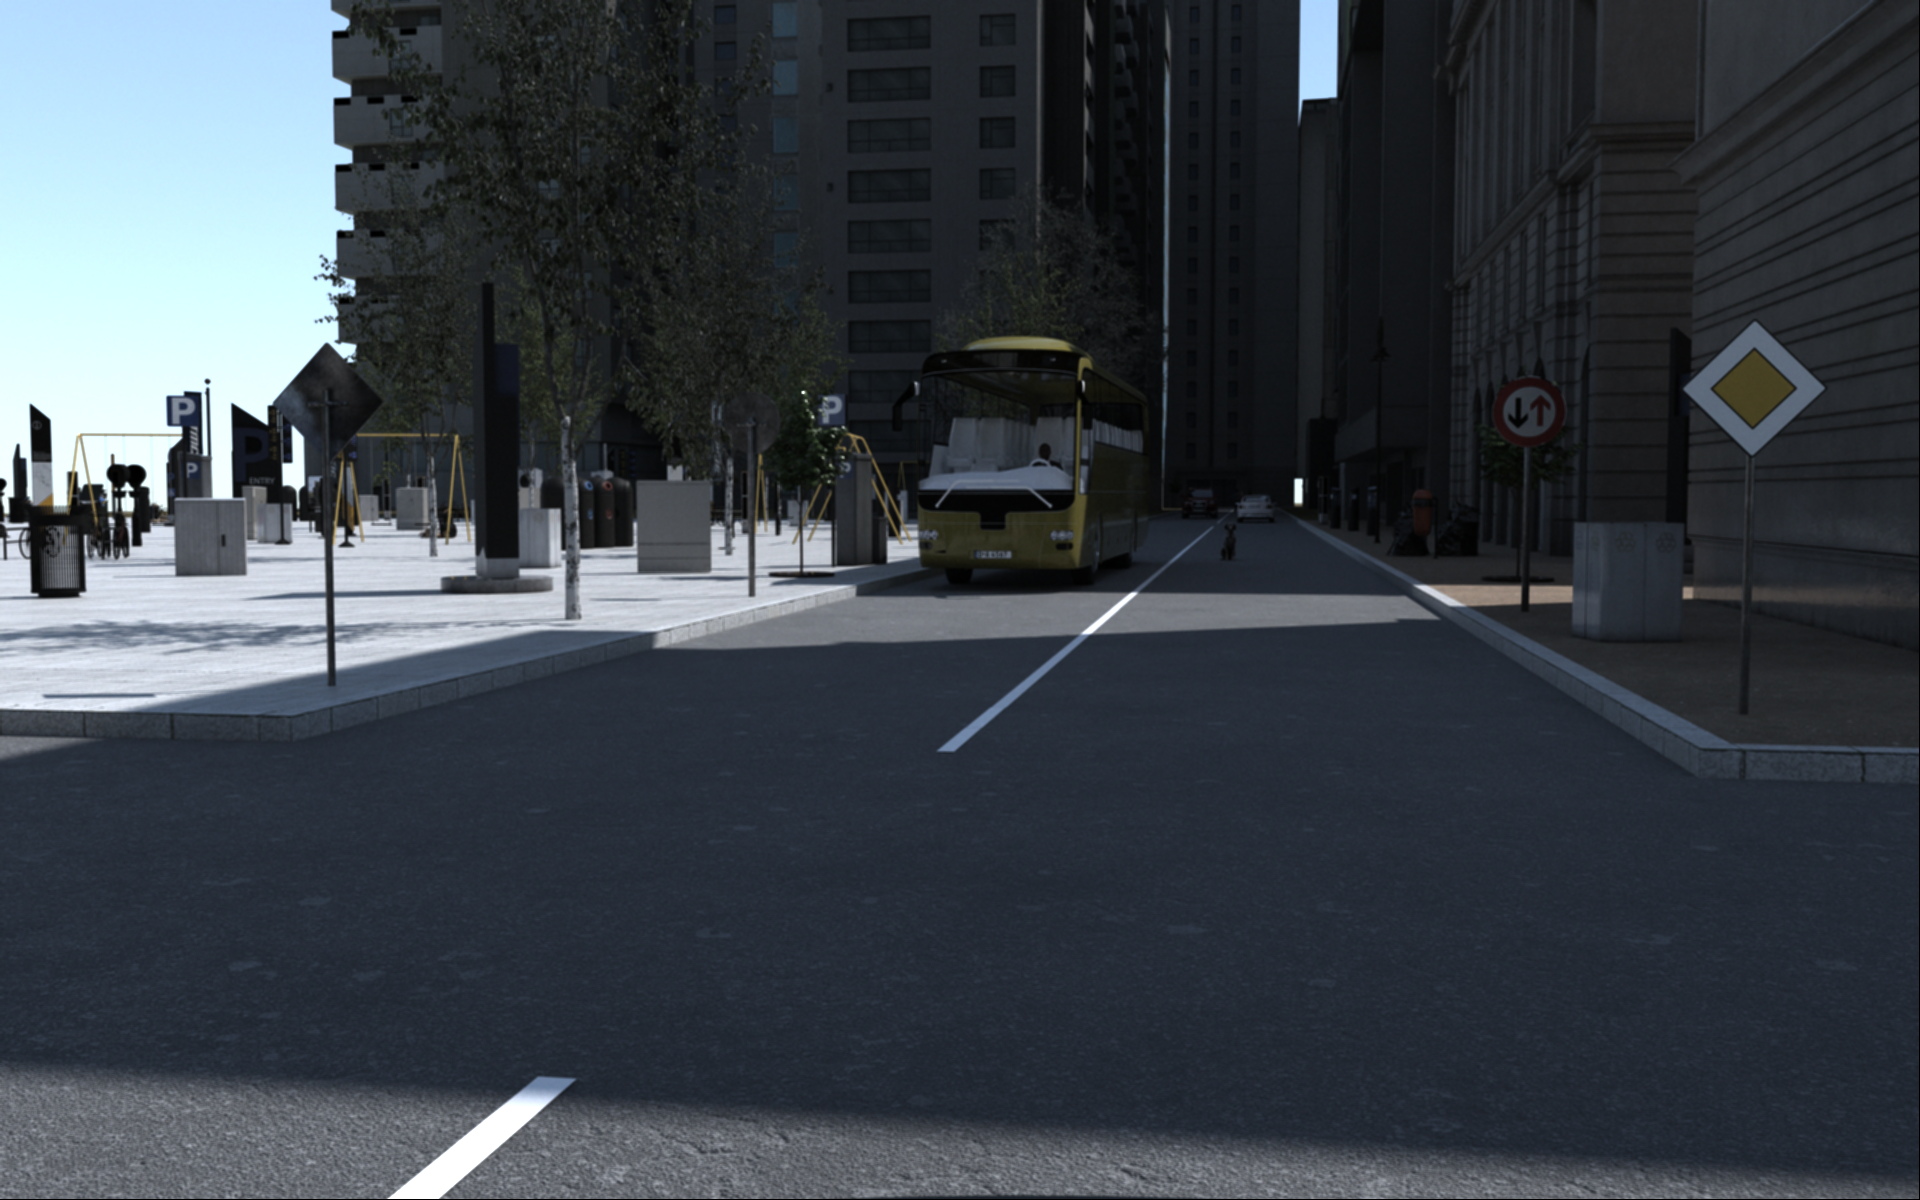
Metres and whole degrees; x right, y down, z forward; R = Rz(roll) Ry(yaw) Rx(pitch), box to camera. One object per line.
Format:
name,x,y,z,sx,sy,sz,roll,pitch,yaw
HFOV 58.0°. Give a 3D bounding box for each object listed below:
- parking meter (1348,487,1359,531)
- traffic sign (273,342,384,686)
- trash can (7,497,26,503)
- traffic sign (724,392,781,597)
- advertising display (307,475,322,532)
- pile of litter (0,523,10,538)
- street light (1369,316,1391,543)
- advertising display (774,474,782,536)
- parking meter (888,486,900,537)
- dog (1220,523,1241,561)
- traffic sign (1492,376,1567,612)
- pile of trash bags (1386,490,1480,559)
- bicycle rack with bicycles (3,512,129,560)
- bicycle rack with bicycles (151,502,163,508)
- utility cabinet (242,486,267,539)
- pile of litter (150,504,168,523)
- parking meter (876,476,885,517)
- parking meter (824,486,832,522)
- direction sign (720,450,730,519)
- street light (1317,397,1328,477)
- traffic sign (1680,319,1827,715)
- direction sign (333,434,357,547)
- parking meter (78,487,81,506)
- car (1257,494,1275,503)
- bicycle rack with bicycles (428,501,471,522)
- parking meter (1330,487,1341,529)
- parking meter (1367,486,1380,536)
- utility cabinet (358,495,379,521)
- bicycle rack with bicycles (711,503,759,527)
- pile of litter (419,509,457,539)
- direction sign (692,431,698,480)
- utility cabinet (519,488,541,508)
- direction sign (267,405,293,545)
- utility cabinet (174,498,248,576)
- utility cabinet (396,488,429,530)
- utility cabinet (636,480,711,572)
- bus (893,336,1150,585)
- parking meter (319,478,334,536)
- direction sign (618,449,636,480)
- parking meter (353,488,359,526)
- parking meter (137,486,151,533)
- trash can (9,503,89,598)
parking meter,13.650,-3.159,60.065,0.372,1.533,0.369,0,3,0
traffic sign,-4.202,-0.482,11.528,0.795,2.450,0.064,1,4,10
trash can,-41.440,-3.942,76.113,0.748,1.137,0.748,0,3,0
traffic sign,-2.601,-1.314,21.583,0.768,2.556,0.104,1,4,18
advertising display,-21.537,-3.244,58.256,0.974,1.923,0.123,1,4,23
pile of litter,-28.693,-2.245,50.678,1.719,0.858,1.176,-3,5,-41
street light,10.933,-4.429,45.205,0.468,5.910,1.993,1,4,10
advertising display,-5.658,-2.976,53.879,0.123,1.923,0.974,0,4,2
parking meter,-1.963,-2.641,51.586,0.372,1.533,0.369,0,3,0
dog,5.913,-1.267,37.559,0.513,0.831,0.800,3,4,39
traffic sign,6.167,-1.145,18.825,0.768,2.556,0.104,1,4,16
pile of trash bags,9.761,-1.597,35.863,1.912,1.369,3.447,1,4,21
bicycle rack with bicycles,-17.743,-1.311,34.815,2.852,0.926,2.925,-1,4,-10
bicycle rack with bicycles,-37.249,-4.189,81.864,2.852,0.926,2.925,0,4,7
utility cabinet,-19.803,-2.447,48.684,0.318,1.500,1.173,0,4,-4
pile of litter,-36.019,-3.891,77.587,1.719,0.858,1.176,-1,4,-19
parking meter,-2.635,-3.165,57.464,0.255,1.863,0.399,0,4,-5
parking meter,-6.126,-4.591,80.780,0.399,1.863,0.255,-2,4,-24
direction sign,-12.196,-5.945,89.196,0.876,3.537,0.379,-3,5,-42
street light,17.293,-6.731,82.840,0.468,5.910,1.993,1,4,10
traffic sign,4.566,-0.391,10.035,0.795,2.450,0.064,1,4,10
direction sign,-14.870,-3.051,41.880,0.379,3.537,0.876,1,4,20
parking meter,-32.973,-3.435,64.575,0.372,1.533,0.369,0,3,0
car,21.072,-6.687,121.330,2.014,1.417,4.499,0,4,8
bicycle rack with bicycles,-26.461,-4.603,88.641,2.925,0.926,2.852,-3,4,-38
parking meter,13.952,-3.419,64.316,0.372,1.533,0.369,0,3,0
parking meter,12.750,-2.753,53.422,0.372,1.533,0.369,0,3,0
utility cabinet,-27.944,-4.314,81.703,0.306,1.237,1.020,3,4,38
bicycle rack with bicycles,-9.530,-3.435,69.546,2.925,0.926,2.852,-3,5,-43
pile of litter,-15.343,-2.254,50.815,1.176,0.858,1.719,0,4,8
direction sign,-9.147,-4.147,59.795,0.379,3.537,0.876,0,4,1
utility cabinet,-14.749,-3.104,59.433,0.318,1.500,1.173,3,4,37
direction sign,-17.250,-3.180,43.998,0.876,3.537,0.379,2,4,30
utility cabinet,-11.779,-0.983,27.239,1.020,1.237,0.306,-1,4,-17
utility cabinet,-19.249,-3.190,60.842,1.173,1.500,0.318,1,4,22
utility cabinet,-4.649,-1.190,28.138,1.173,1.500,0.318,-1,4,-12
bus,1.596,-2.395,30.701,2.896,3.916,12.252,1,4,11
parking meter,-19.321,-2.880,52.798,0.399,1.863,0.255,-1,4,-18
direction sign,-16.754,-5.826,87.245,0.876,3.537,0.379,-2,4,-26
parking meter,-24.528,-3.771,70.064,0.372,1.533,0.369,0,3,0
parking meter,-27.241,-3.021,57.804,0.372,1.533,0.369,0,3,0
trash can,-11.224,-0.605,21.538,0.748,1.137,0.748,0,3,0
